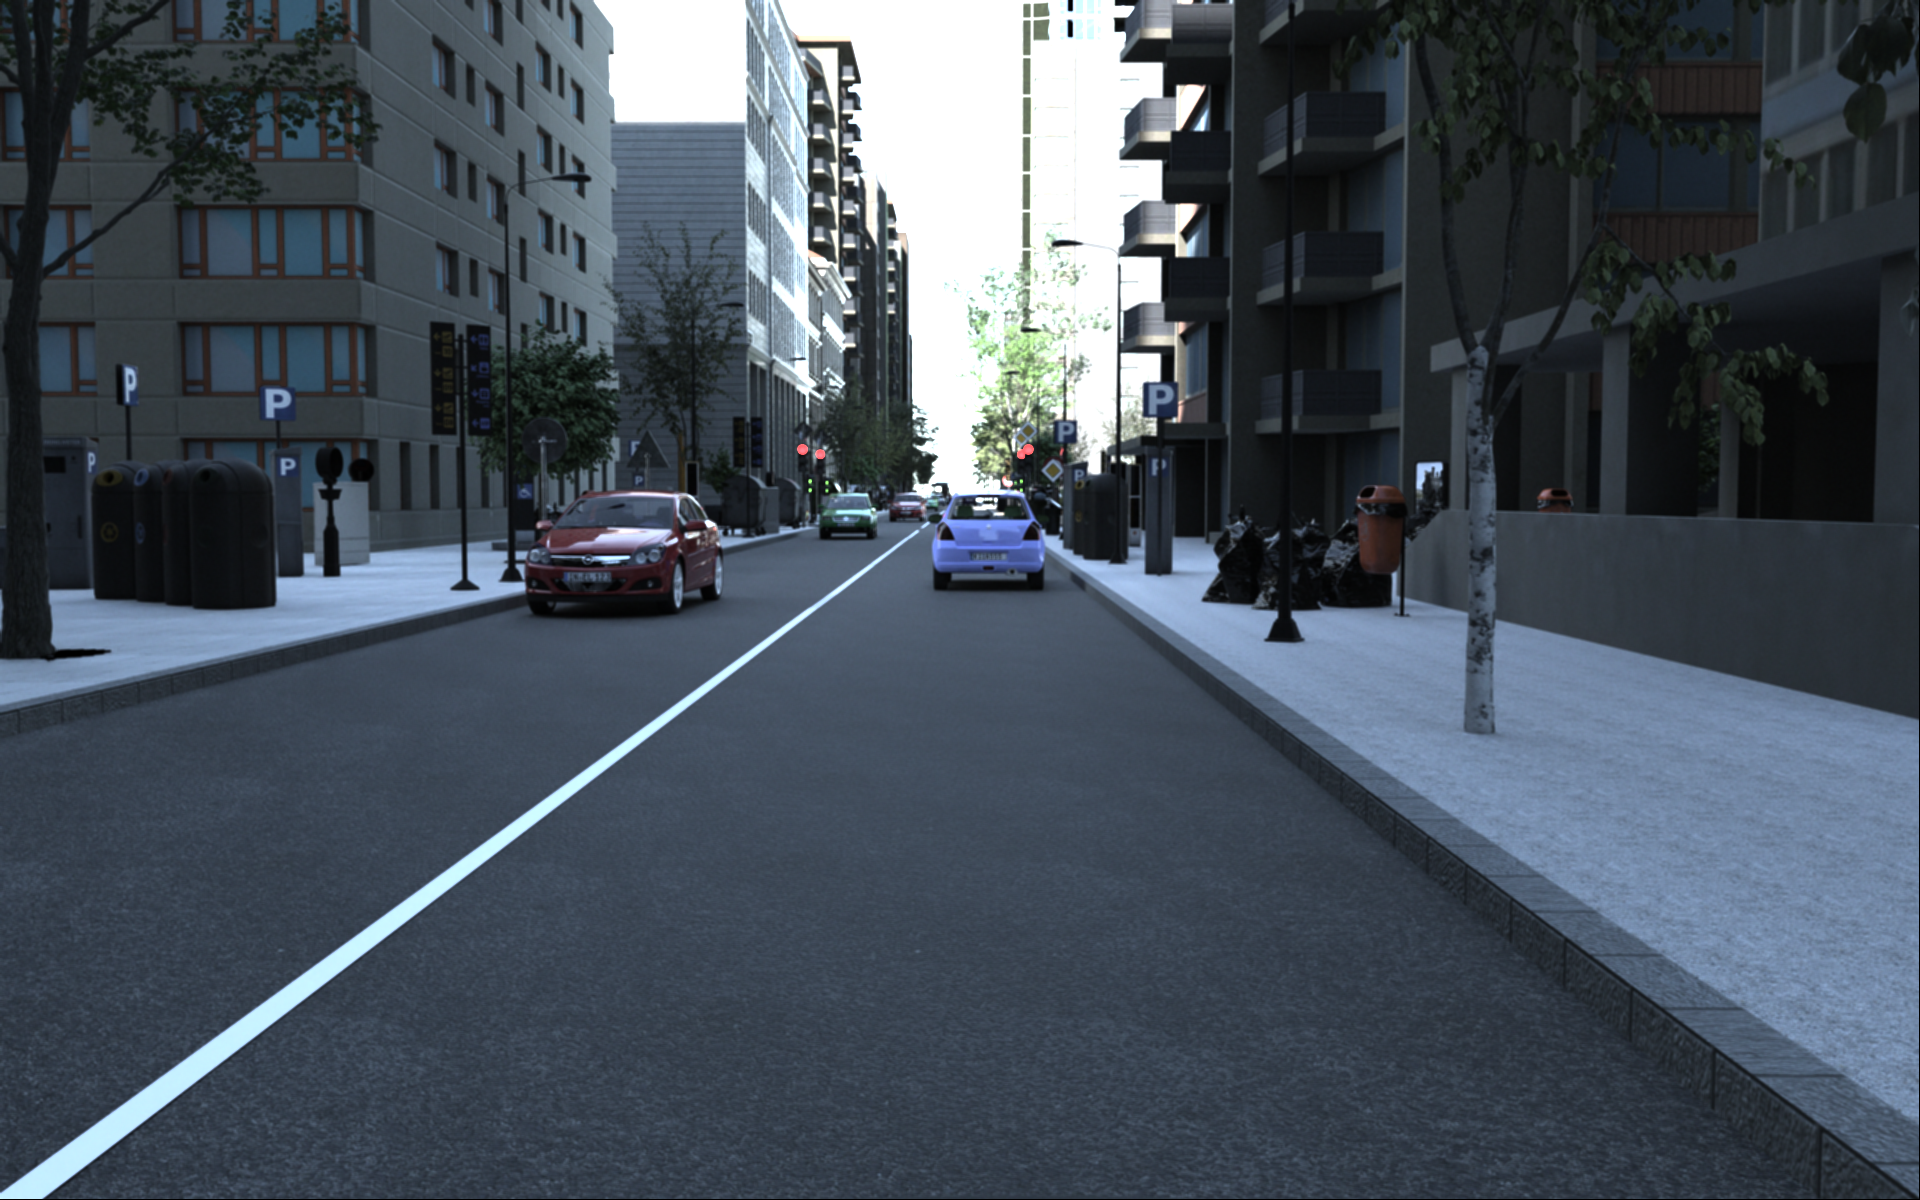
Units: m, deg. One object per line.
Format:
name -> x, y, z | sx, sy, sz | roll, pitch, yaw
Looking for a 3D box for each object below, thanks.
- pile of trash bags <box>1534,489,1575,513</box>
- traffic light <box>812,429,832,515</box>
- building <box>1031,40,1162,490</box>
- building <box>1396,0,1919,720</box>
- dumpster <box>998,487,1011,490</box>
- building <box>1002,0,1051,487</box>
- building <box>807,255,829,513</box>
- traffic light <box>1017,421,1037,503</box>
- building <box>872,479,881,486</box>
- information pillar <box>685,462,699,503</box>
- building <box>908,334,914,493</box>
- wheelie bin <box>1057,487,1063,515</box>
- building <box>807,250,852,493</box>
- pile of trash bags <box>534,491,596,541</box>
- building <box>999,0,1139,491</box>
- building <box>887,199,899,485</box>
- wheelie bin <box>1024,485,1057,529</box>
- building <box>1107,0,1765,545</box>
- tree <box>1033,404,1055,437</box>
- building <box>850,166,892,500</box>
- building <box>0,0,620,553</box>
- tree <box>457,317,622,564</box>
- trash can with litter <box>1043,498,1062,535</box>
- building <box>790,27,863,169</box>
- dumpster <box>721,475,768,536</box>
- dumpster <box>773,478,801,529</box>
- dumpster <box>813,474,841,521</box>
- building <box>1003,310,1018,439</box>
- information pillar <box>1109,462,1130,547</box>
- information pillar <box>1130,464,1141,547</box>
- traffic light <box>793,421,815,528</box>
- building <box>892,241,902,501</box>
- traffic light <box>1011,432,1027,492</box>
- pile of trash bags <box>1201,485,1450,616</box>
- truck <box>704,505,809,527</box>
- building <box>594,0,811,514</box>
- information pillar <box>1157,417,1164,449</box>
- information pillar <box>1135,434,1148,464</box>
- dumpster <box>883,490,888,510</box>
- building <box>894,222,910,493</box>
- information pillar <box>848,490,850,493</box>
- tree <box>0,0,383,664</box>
pile of trash bags -> 8.657, -1.182, 29.071 | 3.447, 1.369, 1.912 | -1, 4, -10
traffic light -> -5.941, -5.221, 74.283 | 0.839, 4.253, 0.868 | 0, 4, 0
building -> 13.553, -29.149, 160.176 | 14.154, 41.232, 14.086 | 0, 4, 0
building -> 21.582, -19.678, 13.619 | 32.217, 40.220, 23.993 | 0, 4, 0
dumpster -> 3.410, -7.765, 132.722 | 1.264, 1.857, 1.865 | 0, 4, 0
building -> 16.705, -49.768, 251.961 | 20.563, 71.187, 20.611 | 0, 4, 0
building -> -14.806, -15.425, 116.824 | 10.561, 19.102, 19.286 | 0, 4, 0
traffic light -> 2.588, -4.731, 66.279 | 0.839, 4.253, 0.868 | 0, 4, 0
building -> -25.149, -30.514, 190.792 | 32.217, 40.220, 23.993 | 0, 4, 0
information pillar -> -6.060, -2.126, 39.254 | 0.304, 2.012, 0.304 | 0, 4, -7
building -> -15.330, -32.369, 300.932 | 14.160, 30.474, 14.107 | 0, 4, 0
wheelie bin -> 3.926, -4.096, 74.874 | 0.980, 1.594, 0.693 | 0, 4, -7
building -> -15.018, -18.394, 136.900 | 11.583, 22.565, 21.152 | 0, 4, 0
pile of trash bags -> -10.216, -2.215, 45.974 | 1.912, 1.369, 3.447 | -2, 4, -30
building -> 18.020, -59.883, 291.764 | 22.319, 86.520, 31.000 | 0, 4, 0
building -> -20.187, -36.409, 249.908 | 22.147, 44.769, 28.867 | 0, 4, 0
wheelie bin -> 2.904, -3.397, 63.454 | 0.693, 1.594, 0.980 | -2, 4, -27
building -> 16.026, -24.052, 47.869 | 22.147, 44.769, 28.867 | 0, 4, 0
tree -> 7.424, -11.317, 135.389 | 4.360, 8.622, 3.978 | 0, 3, 0
building -> -16.021, -32.179, 209.728 | 14.154, 41.232, 14.086 | 0, 4, 0
building -> -27.283, -12.584, 50.785 | 28.899, 21.520, 27.650 | 0, 4, 0
tree -> -7.817, -2.983, 32.491 | 4.285, 4.588, 4.351 | 0, 3, 0
trash can with litter -> 3.134, -2.611, 54.081 | 1.055, 1.170, 0.624 | 1, 4, 20
building -> -20.591, -31.121, 163.446 | 22.147, 44.769, 28.867 | 0, 4, 0
dumpster -> -6.648, -2.908, 53.310 | 1.264, 1.857, 1.865 | 0, 3, 0
dumpster -> -6.550, -3.554, 63.859 | 1.264, 1.857, 1.865 | 0, 3, 0
dumpster -> -6.406, -4.837, 81.583 | 1.502, 2.255, 1.985 | 0, 4, 0
building -> 13.721, -30.537, 270.980 | 14.160, 30.474, 14.107 | 0, 4, 0
information pillar -> 3.641, -2.166, 39.907 | 0.304, 2.012, 0.304 | -2, 4, -33
information pillar -> 4.244, -2.310, 42.254 | 0.304, 2.012, 0.304 | 0, 4, -4
traffic light -> -5.974, -4.733, 66.298 | 0.839, 4.253, 0.868 | 0, 4, 0
building -> -16.396, -35.983, 271.920 | 14.154, 41.232, 14.086 | 0, 4, 0
traffic light -> 2.620, -5.220, 74.264 | 0.839, 4.253, 0.868 | 0, 4, 0
pile of trash bags -> 4.109, -0.598, 19.535 | 1.912, 1.369, 3.447 | -1, 4, -13
truck -> -15.681, -4.966, 70.952 | 18.799, 4.110, 2.967 | 0, 4, 1
building -> -14.770, -19.181, 91.109 | 11.434, 29.767, 29.804 | 0, 4, 0
information pillar -> 4.597, -2.962, 39.780 | 0.183, 3.616, 0.504 | 1, 4, 18
information pillar -> 7.042, -4.637, 67.173 | 0.504, 3.616, 0.183 | 0, 4, -7
dumpster -> -6.255, -7.885, 134.680 | 1.264, 1.857, 1.865 | 0, 4, 0
building -> -15.343, -38.887, 285.907 | 14.600, 45.320, 14.200 | 0, 4, 0
information pillar -> -8.257, -8.516, 130.590 | 0.183, 3.616, 0.504 | 3, 5, 43
tree -> -7.189, -5.353, 13.283 | 9.928, 11.665, 9.643 | 0, 3, 0
